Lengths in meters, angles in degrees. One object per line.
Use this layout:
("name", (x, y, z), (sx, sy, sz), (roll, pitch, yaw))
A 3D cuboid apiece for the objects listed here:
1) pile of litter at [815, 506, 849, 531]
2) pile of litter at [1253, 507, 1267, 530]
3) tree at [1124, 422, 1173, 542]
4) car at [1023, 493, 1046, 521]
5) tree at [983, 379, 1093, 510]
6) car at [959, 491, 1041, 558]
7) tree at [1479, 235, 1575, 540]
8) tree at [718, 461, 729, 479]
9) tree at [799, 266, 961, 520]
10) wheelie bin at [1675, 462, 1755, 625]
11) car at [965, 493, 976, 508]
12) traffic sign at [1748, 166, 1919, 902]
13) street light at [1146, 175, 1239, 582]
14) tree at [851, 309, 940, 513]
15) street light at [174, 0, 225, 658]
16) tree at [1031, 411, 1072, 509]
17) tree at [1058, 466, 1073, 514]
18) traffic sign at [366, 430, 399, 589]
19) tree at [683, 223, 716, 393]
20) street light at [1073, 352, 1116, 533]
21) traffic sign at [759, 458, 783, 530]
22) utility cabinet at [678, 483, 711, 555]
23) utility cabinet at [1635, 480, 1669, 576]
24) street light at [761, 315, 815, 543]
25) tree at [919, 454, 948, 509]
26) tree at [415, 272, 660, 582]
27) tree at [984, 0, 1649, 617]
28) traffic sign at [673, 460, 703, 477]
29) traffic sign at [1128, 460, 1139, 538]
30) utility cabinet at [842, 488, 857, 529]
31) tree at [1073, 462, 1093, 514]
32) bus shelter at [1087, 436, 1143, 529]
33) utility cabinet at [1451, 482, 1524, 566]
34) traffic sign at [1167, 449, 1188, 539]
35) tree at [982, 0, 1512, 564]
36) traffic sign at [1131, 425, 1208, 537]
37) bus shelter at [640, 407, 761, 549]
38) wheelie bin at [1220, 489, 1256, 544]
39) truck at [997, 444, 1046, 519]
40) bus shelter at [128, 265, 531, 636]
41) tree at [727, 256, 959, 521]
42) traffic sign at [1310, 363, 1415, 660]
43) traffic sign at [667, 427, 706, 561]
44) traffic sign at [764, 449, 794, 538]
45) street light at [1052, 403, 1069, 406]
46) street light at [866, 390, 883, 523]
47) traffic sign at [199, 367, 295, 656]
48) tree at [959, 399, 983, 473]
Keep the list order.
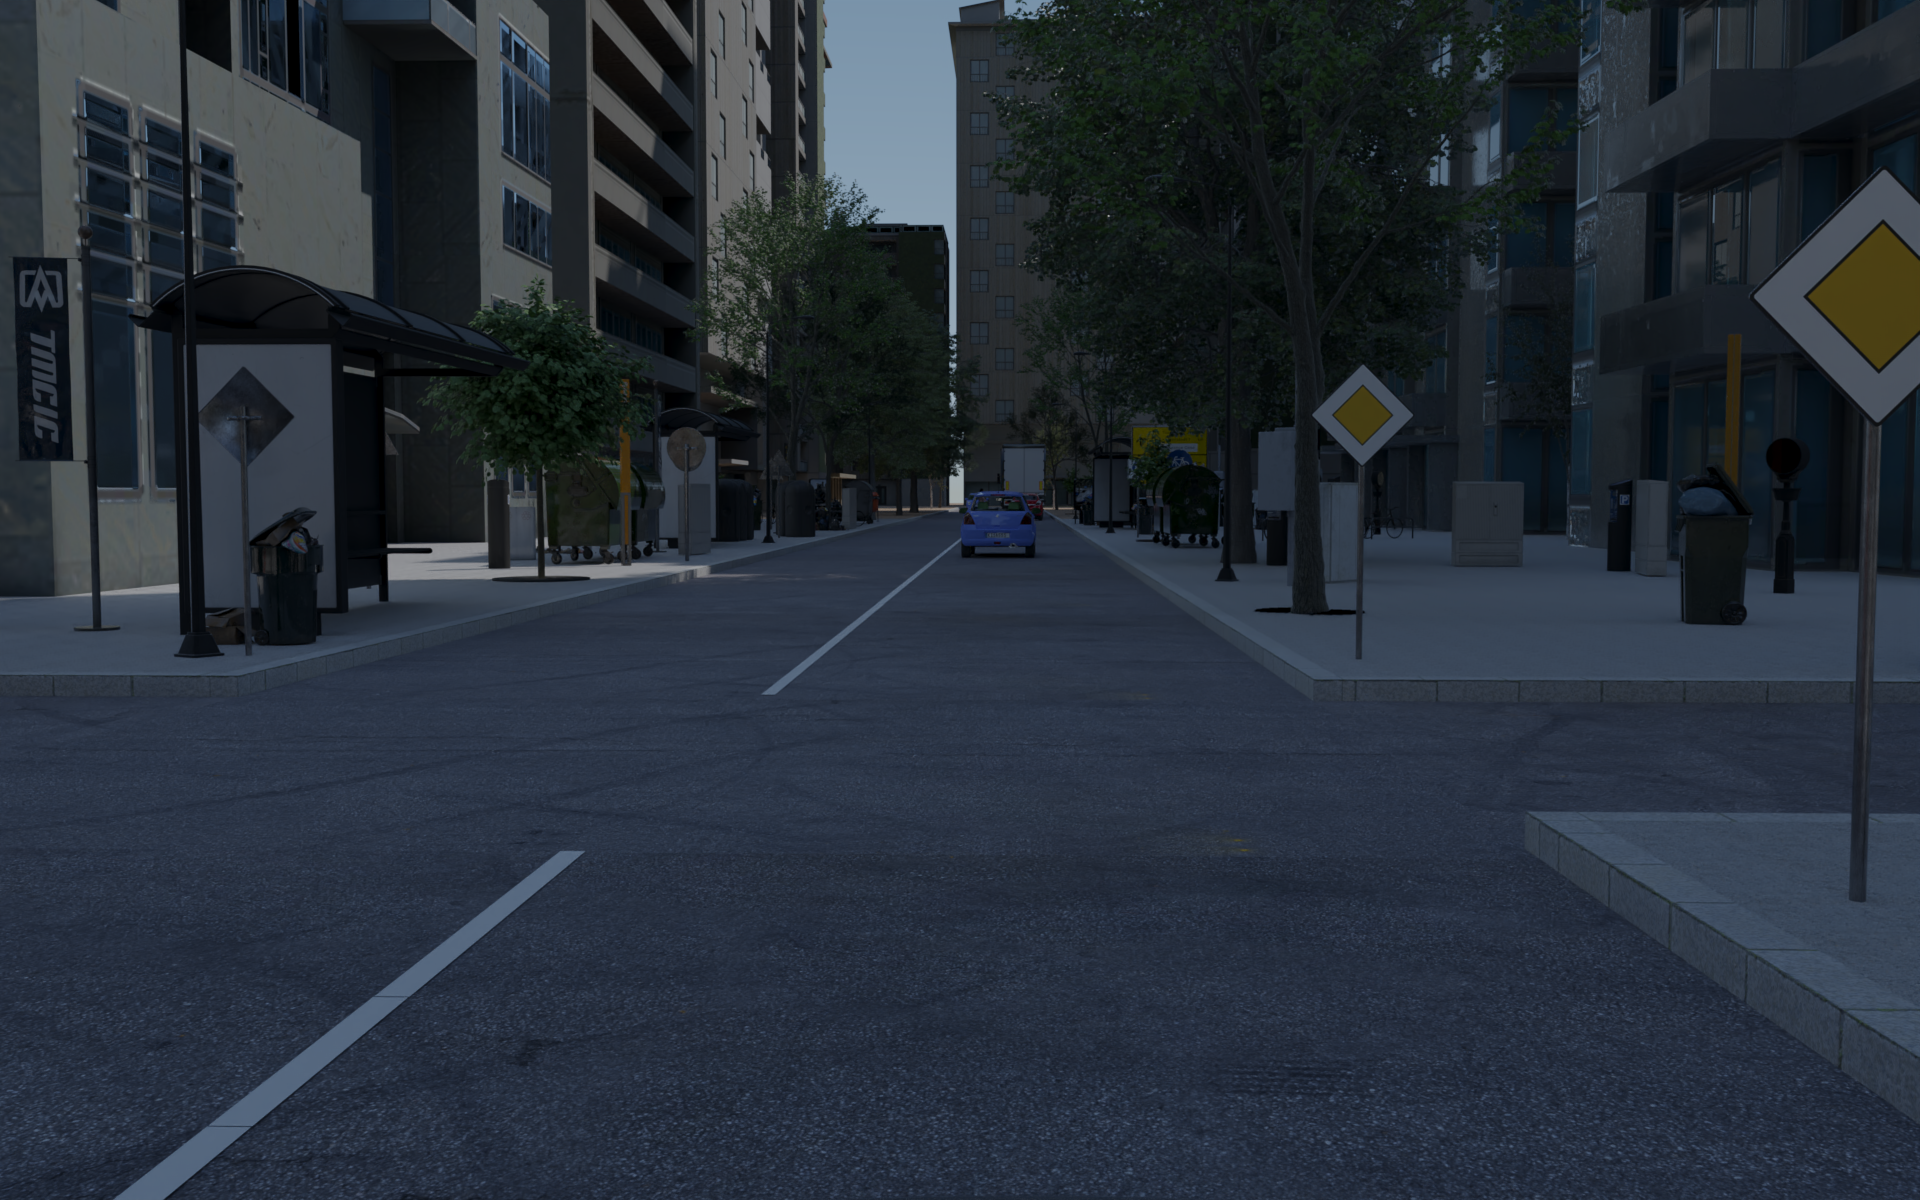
("pile of litter", (-4.792, -2.872, 60.929), (1.719, 0.858, 1.176), (1, 4, 19))
("pile of litter", (11.086, -2.968, 62.486), (1.176, 0.858, 1.719), (0, 4, 7))
("tree", (5.368, -3.184, 46.656), (1.663, 3.219, 1.824), (0, 3, 0))
("car", (3.620, -5.237, 94.667), (2.155, 1.783, 4.494), (0, 4, 2))
("tree", (7.541, -12.563, 139.822), (7.601, 10.594, 8.767), (2, 4, 32))
("car", (0.921, -1.878, 40.298), (1.945, 1.707, 3.694), (0, 4, 3))
("tree", (16.904, -5.996, 48.398), (4.360, 8.622, 3.978), (0, 3, 0))
("tree", (-12.451, -5.667, 87.257), (1.663, 3.219, 1.824), (0, 3, 0))
("tree", (-4.753, -10.215, 85.149), (7.486, 12.596, 7.792), (0, 3, 0))
("wheelie bin", (7.453, -0.566, 17.166), (0.693, 1.594, 0.980), (1, 4, 16))
("car", (1.356, -7.883, 138.481), (1.945, 1.707, 3.694), (0, 4, 0))
("traffic sign", (2.830, -0.108, 5.404), (0.795, 2.450, 0.064), (0, 4, 2))
("street light", (3.391, -3.231, 25.368), (1.470, 5.913, 1.316), (0, 4, 2))
("tree", (-3.043, -12.960, 118.558), (9.857, 13.997, 8.962), (0, 3, 0))
("street light", (-5.480, -2.505, 13.504), (1.470, 5.913, 1.316), (0, 4, 2))
("tree", (7.903, -12.197, 149.780), (4.737, 8.622, 4.395), (0, 3, 0))
("tree", (7.178, -7.014, 109.284), (1.663, 3.219, 1.824), (0, 3, 0))
("traffic sign", (-7.998, -1.429, 23.361), (0.884, 2.594, 0.081), (0, 4, 7))
("tree", (-5.356, -7.955, 55.816), (9.928, 11.665, 9.643), (0, 3, 0))
("street light", (4.390, -5.138, 56.555), (1.470, 5.913, 1.316), (0, 4, 2))
("traffic sign", (-6.819, -3.825, 62.549), (0.884, 2.594, 0.081), (0, 4, 7))
("utility cabinet", (-5.633, -1.713, 36.683), (0.318, 1.500, 1.173), (1, 4, 12))
("utility cabinet", (10.924, -1.141, 27.334), (0.318, 1.500, 1.173), (1, 4, 13))
("street light", (-4.475, -4.441, 45.149), (1.470, 5.913, 1.316), (0, 4, 2))
("tree", (-2.540, -12.233, 150.371), (4.360, 8.622, 3.978), (0, 3, 0))
("tree", (-6.335, -2.573, 25.784), (4.285, 4.588, 4.351), (0, 3, 0))
("tree", (3.670, -5.667, 18.412), (9.928, 11.665, 9.643), (0, 3, 0))
("traffic sign", (-6.216, -2.406, 39.441), (0.768, 2.556, 0.104), (1, 4, 10))
("traffic sign", (5.234, -2.983, 50.901), (0.606, 2.300, 0.079), (1, 4, 10))
("utility cabinet", (-4.083, -3.368, 63.742), (0.318, 1.500, 1.173), (1, 4, 8))
("tree", (7.341, -5.908, 91.201), (1.663, 3.219, 1.824), (0, 3, 0))
("bus shelter", (5.772, -4.258, 63.545), (2.014, 3.302, 5.546), (0, 4, 2))
("utility cabinet", (9.321, -1.341, 30.599), (1.173, 1.500, 0.318), (0, 4, 3))
("traffic sign", (6.248, -3.019, 49.466), (0.768, 2.556, 0.104), (1, 4, 11))
("tree", (5.261, -7.652, 31.759), (9.857, 13.997, 8.962), (0, 3, 0))
("traffic sign", (6.227, -3.524, 51.490), (2.265, 3.308, 0.079), (1, 4, 9))
("bus shelter", (-6.362, -3.010, 43.134), (2.014, 3.302, 5.546), (0, 4, 2))
("wheelie bin", (6.960, -2.171, 43.409), (0.693, 1.594, 0.980), (-2, 4, -35))
("truck", (3.672, -6.985, 103.110), (2.839, 4.237, 11.283), (0, 4, 1))
("bus shelter", (-6.249, -1.479, 18.106), (2.014, 3.302, 5.546), (0, 4, 2))
("tree", (-5.195, -8.055, 66.113), (8.767, 10.594, 7.601), (1, 4, 11))
("traffic sign", (3.093, -0.596, 13.384), (0.795, 2.450, 0.064), (0, 4, 2))
("traffic sign", (-5.219, -2.015, 33.049), (0.768, 2.556, 0.104), (0, 4, 5))
("traffic sign", (-5.263, -3.076, 50.301), (0.884, 2.594, 0.081), (0, 4, 6))
("street light", (5.384, -7.090, 88.460), (1.470, 5.913, 1.316), (0, 4, 2))
("street light", (-3.451, -6.348, 76.336), (1.470, 5.913, 1.316), (0, 4, 2))
("traffic sign", (-5.646, -0.615, 13.691), (0.795, 2.450, 0.064), (0, 4, 2))
("tree", (-1.700, -13.685, 158.155), (8.767, 10.594, 7.601), (-2, 4, -30))
